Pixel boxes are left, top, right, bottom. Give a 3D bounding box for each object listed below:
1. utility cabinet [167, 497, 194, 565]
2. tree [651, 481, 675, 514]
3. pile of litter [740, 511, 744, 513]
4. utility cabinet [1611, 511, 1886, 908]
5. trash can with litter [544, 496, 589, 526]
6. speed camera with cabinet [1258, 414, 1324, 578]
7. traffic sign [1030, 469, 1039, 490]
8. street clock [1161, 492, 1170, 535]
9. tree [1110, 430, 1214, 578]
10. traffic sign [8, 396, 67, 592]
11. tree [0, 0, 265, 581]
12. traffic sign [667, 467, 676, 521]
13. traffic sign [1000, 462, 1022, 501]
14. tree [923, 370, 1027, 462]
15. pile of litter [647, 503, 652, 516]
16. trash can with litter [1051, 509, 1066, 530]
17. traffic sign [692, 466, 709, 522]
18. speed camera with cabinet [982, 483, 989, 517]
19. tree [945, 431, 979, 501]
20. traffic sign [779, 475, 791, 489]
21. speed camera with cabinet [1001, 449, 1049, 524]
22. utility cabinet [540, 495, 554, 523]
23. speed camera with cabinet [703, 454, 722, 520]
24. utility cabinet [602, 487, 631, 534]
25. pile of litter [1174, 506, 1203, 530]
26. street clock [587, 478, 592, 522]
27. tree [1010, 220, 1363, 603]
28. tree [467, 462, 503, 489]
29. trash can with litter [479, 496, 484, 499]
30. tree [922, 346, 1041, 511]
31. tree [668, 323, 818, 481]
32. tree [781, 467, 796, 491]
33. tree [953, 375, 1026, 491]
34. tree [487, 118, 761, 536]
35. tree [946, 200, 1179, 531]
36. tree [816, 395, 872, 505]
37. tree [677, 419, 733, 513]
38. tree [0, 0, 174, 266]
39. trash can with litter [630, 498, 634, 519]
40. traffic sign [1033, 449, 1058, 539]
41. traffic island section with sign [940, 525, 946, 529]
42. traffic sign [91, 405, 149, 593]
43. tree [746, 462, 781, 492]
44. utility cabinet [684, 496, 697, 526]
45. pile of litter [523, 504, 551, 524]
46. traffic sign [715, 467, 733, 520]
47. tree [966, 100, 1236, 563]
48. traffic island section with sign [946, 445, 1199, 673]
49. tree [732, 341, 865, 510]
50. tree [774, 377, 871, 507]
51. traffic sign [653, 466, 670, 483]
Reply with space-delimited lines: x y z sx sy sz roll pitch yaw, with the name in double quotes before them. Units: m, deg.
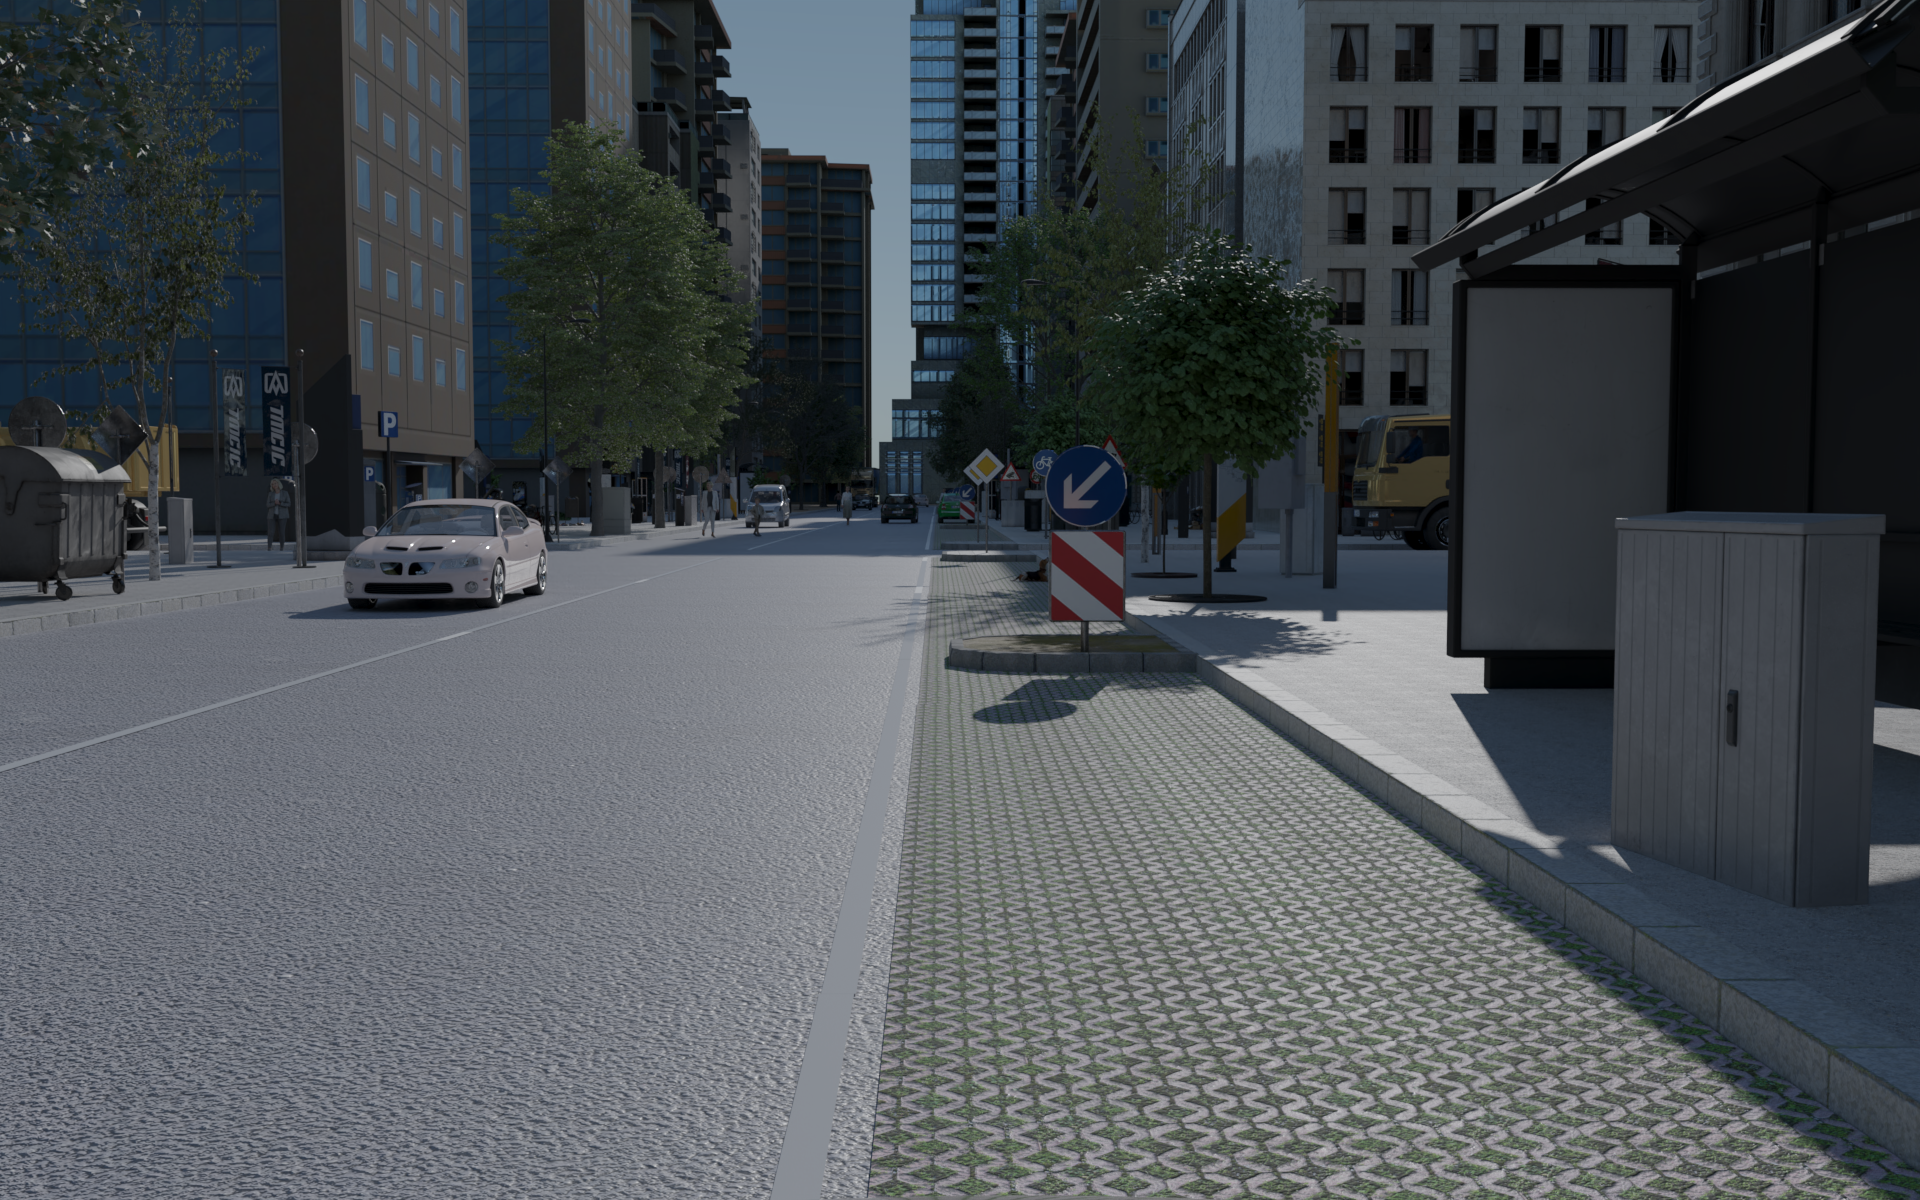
"utility cabinet" -14.400 -1.276 32.017 0.306 1.237 1.020 -1 4 -16
"tree" -18.874 -7.061 110.046 1.663 3.219 1.824 0 3 0
"pile of litter" -15.139 -6.475 119.824 1.176 0.858 1.719 1 4 22
"utility cabinet" 2.610 0.325 5.851 0.306 1.237 1.020 -1 4 -11
"trash can with litter" -16.097 -3.609 70.058 2.233 1.210 1.678 0 4 -8
"speed camera with cabinet" 5.282 -2.013 27.241 0.660 3.252 2.038 2 4 29
"traffic sign" 3.816 -5.207 85.239 0.768 2.556 0.104 0 4 7
"street clock" 6.423 -3.044 54.342 0.358 2.002 0.471 0 4 -7
"tree" 3.060 -1.971 26.823 1.663 3.219 1.824 0 3 0
"traffic sign" -12.005 -1.372 22.545 0.768 2.556 0.104 0 4 2
"tree" -12.143 -4.605 25.653 4.360 8.622 3.978 0 3 0
"traffic sign" -13.506 -4.897 80.173 0.768 2.556 0.104 0 4 5
"traffic sign" 2.058 -4.286 70.075 0.884 2.594 0.081 0 4 1
"tree" 1.821 -14.936 154.577 12.009 13.543 11.850 0 3 0
"pile of litter" -18.080 -5.344 101.335 1.176 0.858 1.719 0 4 -6
"trash can with litter" 3.523 -2.797 57.112 1.055 1.170 0.624 1 4 18
"traffic sign" -11.722 -4.783 78.307 0.768 2.556 0.104 0 4 1
"speed camera with cabinet" 1.628 -6.347 98.105 0.660 3.252 2.038 0 4 7
"tree" 1.543 -16.472 187.439 7.486 12.596 7.792 0 3 0
"traffic sign" -11.563 -6.994 114.465 0.768 2.556 0.104 0 4 1
"speed camera with cabinet" 2.835 -4.979 75.742 2.038 3.252 0.660 1 4 10
"utility cabinet" -18.213 -3.991 76.412 0.306 1.237 1.020 0 4 6
"speed camera with cabinet" -12.407 -5.650 86.707 0.660 3.252 2.038 -1 4 -20
"utility cabinet" -10.971 -2.831 54.961 1.173 1.500 0.318 2 4 34
"pile of litter" 8.393 -2.973 62.578 1.176 0.858 1.719 -1 4 -13
"street clock" -16.644 -4.515 78.395 0.358 2.002 0.471 -3 5 -42
"tree" 3.095 -2.276 20.919 4.285 4.588 4.351 0 3 0
"tree" -24.027 -5.734 88.345 1.663 3.219 1.824 0 3 0
"trash can with litter" -19.255 -3.643 70.624 1.678 1.210 2.233 0 4 2
"tree" 1.640 -13.124 131.582 9.611 12.733 9.660 0 3 0
"tree" -12.244 -9.782 94.344 8.767 10.594 7.601 -2 4 -33
"tree" -12.733 -7.886 123.541 1.663 3.219 1.824 0 3 0
"tree" 2.149 -9.658 108.274 4.360 8.622 3.978 0 3 0
"tree" -10.812 -8.248 52.987 7.486 12.596 7.792 0 3 0
"tree" 3.454 -8.219 60.129 9.928 11.665 9.643 0 3 0
"tree" -13.870 -17.090 197.542 7.486 12.596 7.792 0 3 0
"tree" -17.137 -10.088 115.294 4.737 8.622 4.395 0 3 0
"tree" -11.438 -5.831 12.343 9.611 12.733 9.660 0 3 0
"trash can with litter" -11.873 -2.981 60.122 1.055 1.170 0.624 -2 4 -26
"traffic sign" 2.460 -3.016 49.422 0.768 2.556 0.104 0 4 3
"traffic island section with sign" 0.177 -3.820 71.078 1.989 1.847 2.006 0 4 -1
"traffic sign" -10.907 -1.303 22.496 0.795 2.450 0.064 0 4 7
"tree" -12.096 -6.662 103.520 1.663 3.219 1.824 0 3 0
"utility cabinet" -10.927 -3.615 70.262 0.306 1.237 1.020 0 4 4
"pile of litter" -18.382 -3.692 74.321 1.719 0.858 1.176 0 4 4
"traffic sign" -11.507 -5.157 84.315 0.884 2.594 0.081 0 4 2
"tree" 3.297 -4.997 32.063 4.737 8.622 4.395 0 3 0
"traffic island section with sign" 0.902 -0.374 14.747 1.989 1.847 2.006 0 4 -1
"tree" -12.634 -13.920 137.961 12.009 13.543 11.850 0 3 0
"tree" -13.454 -15.423 169.174 9.611 12.733 9.660 0 3 0
"traffic sign" -13.265 -4.707 77.062 0.768 2.556 0.104 0 4 4
